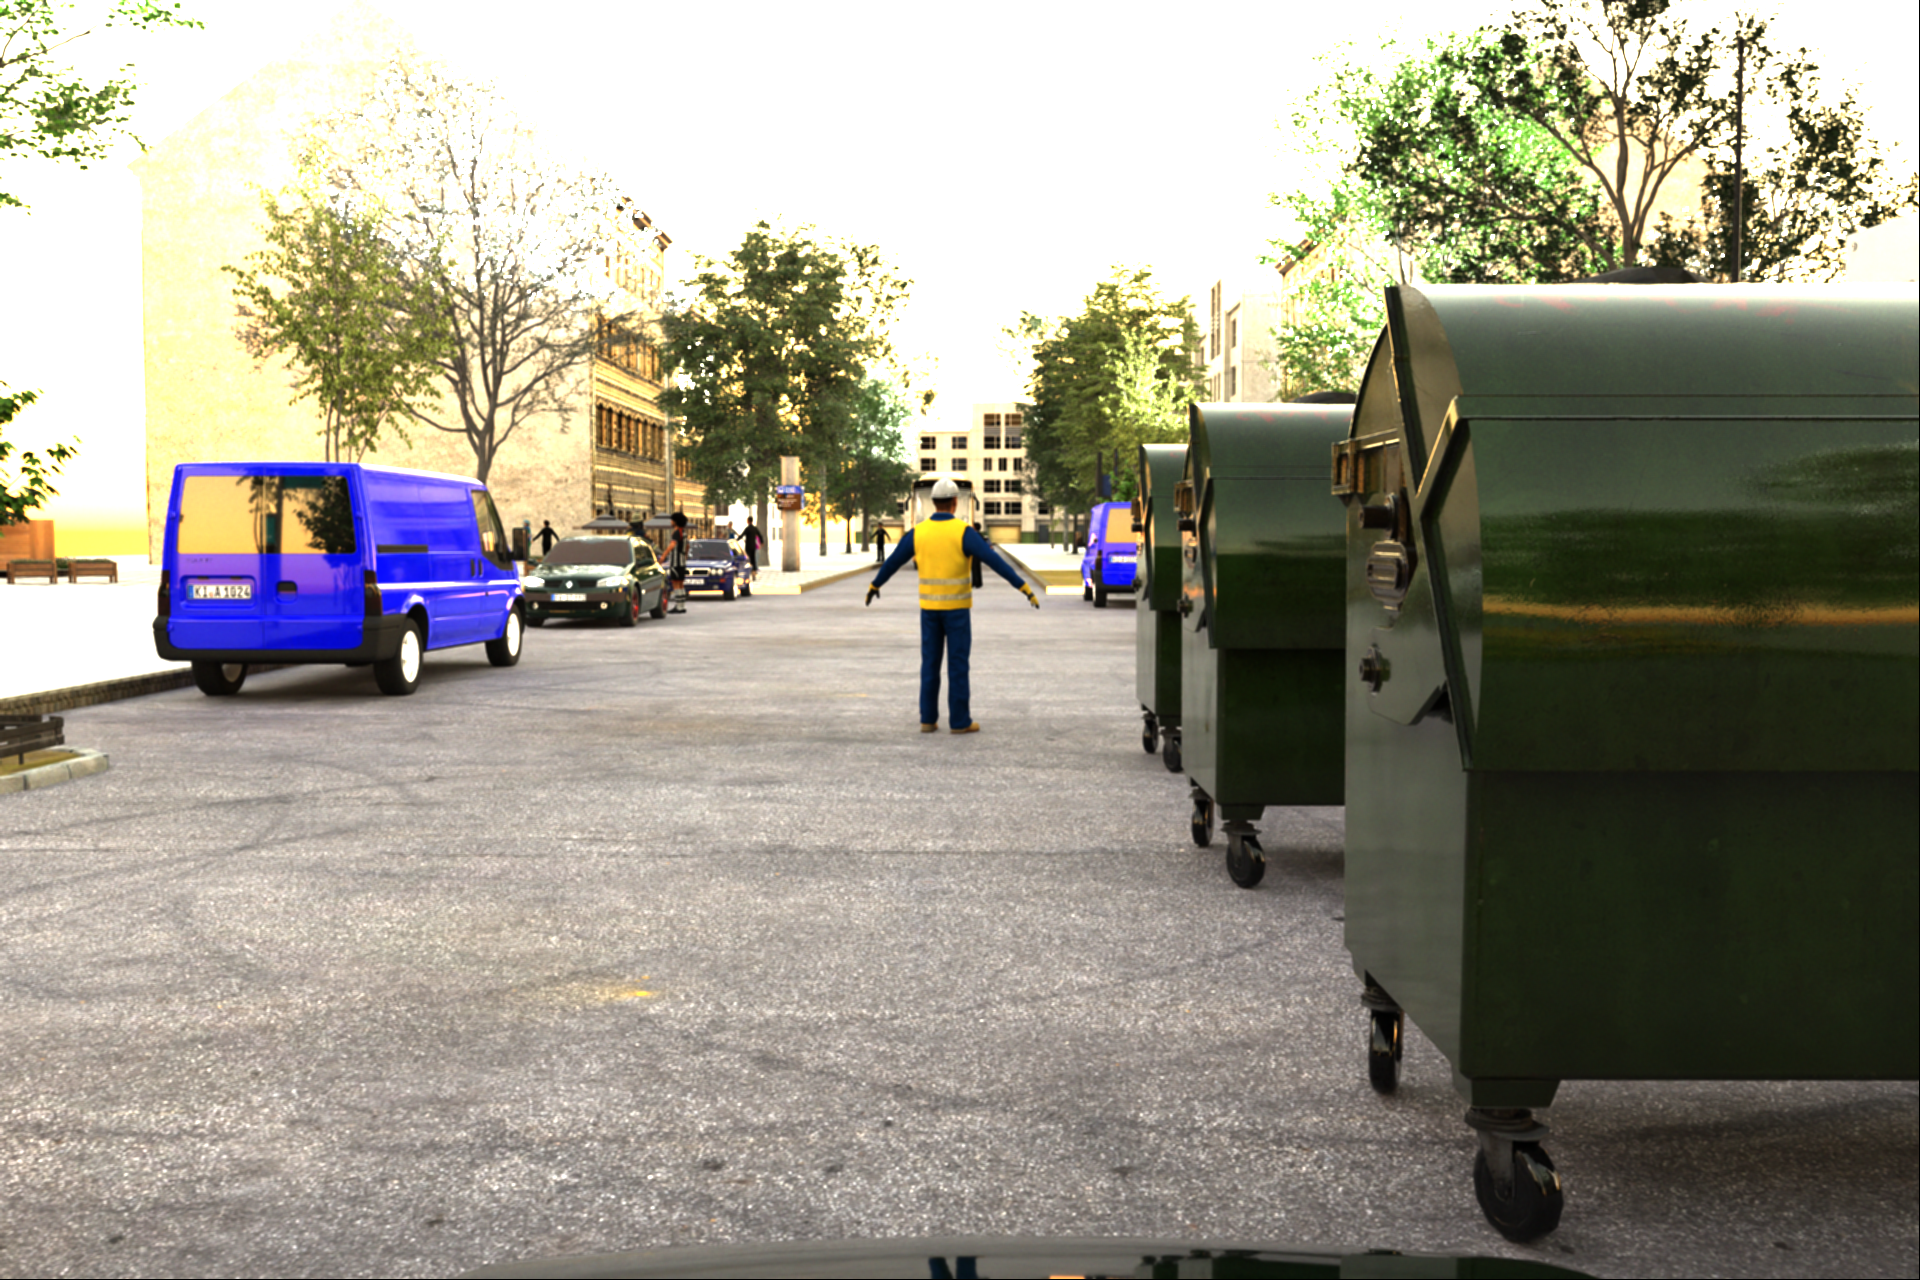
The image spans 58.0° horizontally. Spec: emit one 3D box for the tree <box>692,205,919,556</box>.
[{"bbox_3d":[-9.254,-15.006,101.233,12.611,20.169,13.585,0,3,0],"label":"tree"}]

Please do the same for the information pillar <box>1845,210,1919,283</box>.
[{"bbox_3d":[7.038,-1.321,12.914,0.184,3.620,1.656,0,4,1],"label":"information pillar"}]

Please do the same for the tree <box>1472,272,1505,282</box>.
[{"bbox_3d":[15.051,-6.025,48.871,4.360,8.622,3.978,0,3,0],"label":"tree"}]

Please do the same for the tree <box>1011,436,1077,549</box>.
[{"bbox_3d":[8.087,-13.092,148.474,8.767,10.594,7.601,1,4,20],"label":"tree"}]

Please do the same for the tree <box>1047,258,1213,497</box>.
[{"bbox_3d":[6.964,-9.419,72.134,7.486,12.596,7.792,0,3,0],"label":"tree"}]

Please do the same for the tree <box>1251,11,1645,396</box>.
[{"bbox_3d":[9.566,-6.624,34.061,9.928,11.665,9.643,0,3,0],"label":"tree"}]

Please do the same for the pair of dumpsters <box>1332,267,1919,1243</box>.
[{"bbox_3d":[3.132,0.059,3.981,4.436,2.255,1.574,0,4,0],"label":"pair of dumpsters"}]

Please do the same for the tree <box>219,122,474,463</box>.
[{"bbox_3d":[-11.312,-5.000,32.111,4.737,8.622,4.395,0,3,0],"label":"tree"}]

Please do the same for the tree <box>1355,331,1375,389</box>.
[{"bbox_3d":[14.278,-6.346,54.117,4.737,8.622,4.395,0,3,0],"label":"tree"}]

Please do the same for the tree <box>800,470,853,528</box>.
[{"bbox_3d":[-18.187,-19.363,234.706,7.486,12.596,7.792,0,3,0],"label":"tree"}]

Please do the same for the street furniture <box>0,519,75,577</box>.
[{"bbox_3d":[-30.541,-2.849,53.443,11.010,1.723,9.812,3,4,39],"label":"street furniture"}]

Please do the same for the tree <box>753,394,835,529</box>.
[{"bbox_3d":[-8.465,-8.140,83.451,4.360,8.622,3.978,0,3,0],"label":"tree"}]

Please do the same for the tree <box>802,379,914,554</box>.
[{"bbox_3d":[-7.181,-11.498,113.750,9.928,11.665,9.643,0,3,0],"label":"tree"}]

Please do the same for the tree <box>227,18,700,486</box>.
[{"bbox_3d":[-11.457,-8.006,41.270,12.009,13.543,11.850,0,3,0],"label":"tree"}]

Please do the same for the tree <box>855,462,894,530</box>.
[{"bbox_3d":[-7.520,-11.350,135.935,4.360,8.622,3.978,0,3,0],"label":"tree"}]

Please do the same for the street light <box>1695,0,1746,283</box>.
[{"bbox_3d":[7.156,-2.584,14.796,1.470,5.913,1.316,0,4,0],"label":"street light"}]

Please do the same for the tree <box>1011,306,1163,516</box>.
[{"bbox_3d":[7.632,-11.620,96.646,9.857,13.997,8.962,0,3,0],"label":"tree"}]

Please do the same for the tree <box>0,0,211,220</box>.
[{"bbox_3d":[-12.135,-5.672,18.493,9.928,11.665,9.643,0,3,0],"label":"tree"}]

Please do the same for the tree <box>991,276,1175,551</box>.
[{"bbox_3d":[9.051,-16.543,126.362,12.611,20.169,13.585,0,3,0],"label":"tree"}]

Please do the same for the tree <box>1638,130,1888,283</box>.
[{"bbox_3d":[24.144,-8.647,51.742,12.009,13.543,11.850,0,3,0],"label":"tree"}]

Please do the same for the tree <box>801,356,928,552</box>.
[{"bbox_3d":[-6.897,-13.420,126.068,9.857,13.997,8.962,0,3,0],"label":"tree"}]

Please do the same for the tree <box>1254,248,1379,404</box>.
[{"bbox_3d":[9.436,-5.784,44.927,4.360,8.622,3.978,0,3,0],"label":"tree"}]

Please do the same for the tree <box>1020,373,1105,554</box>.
[{"bbox_3d":[7.463,-11.238,109.495,9.928,11.665,9.643,0,3,0],"label":"tree"}]

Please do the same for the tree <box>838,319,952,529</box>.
[{"bbox_3d":[-6.750,-17.905,148.628,12.611,20.169,13.585,0,3,0],"label":"tree"}]

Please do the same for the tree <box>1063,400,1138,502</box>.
[{"bbox_3d":[7.401,-8.228,84.893,4.737,8.622,4.395,0,3,0],"label":"tree"}]

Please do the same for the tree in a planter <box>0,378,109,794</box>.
[{"bbox_3d":[-6.190,-0.781,9.993,1.991,3.239,1.994,0,4,1],"label":"tree in a planter"}]

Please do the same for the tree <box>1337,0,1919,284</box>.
[{"bbox_3d":[9.888,-5.496,24.276,8.767,10.594,7.601,0,4,-8],"label":"tree"}]

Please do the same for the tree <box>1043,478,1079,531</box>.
[{"bbox_3d":[8.635,-11.637,140.628,4.737,8.622,4.395,0,3,0],"label":"tree"}]

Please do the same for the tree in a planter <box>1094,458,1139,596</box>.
[{"bbox_3d":[3.966,-2.660,40.710,1.991,3.239,1.994,0,3,0],"label":"tree in a planter"}]

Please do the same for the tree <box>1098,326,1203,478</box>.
[{"bbox_3d":[6.665,-6.779,61.203,4.737,8.622,4.395,0,3,0],"label":"tree"}]

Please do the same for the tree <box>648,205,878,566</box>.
[{"bbox_3d":[-7.950,-9.907,68.627,9.857,13.997,8.962,0,3,0],"label":"tree"}]

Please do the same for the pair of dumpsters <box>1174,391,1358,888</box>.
[{"bbox_3d":[3.156,-0.156,7.495,4.436,2.255,1.574,0,3,0],"label":"pair of dumpsters"}]

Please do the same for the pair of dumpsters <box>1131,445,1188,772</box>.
[{"bbox_3d":[3.291,-0.363,10.890,4.436,2.255,1.574,0,4,0],"label":"pair of dumpsters"}]
